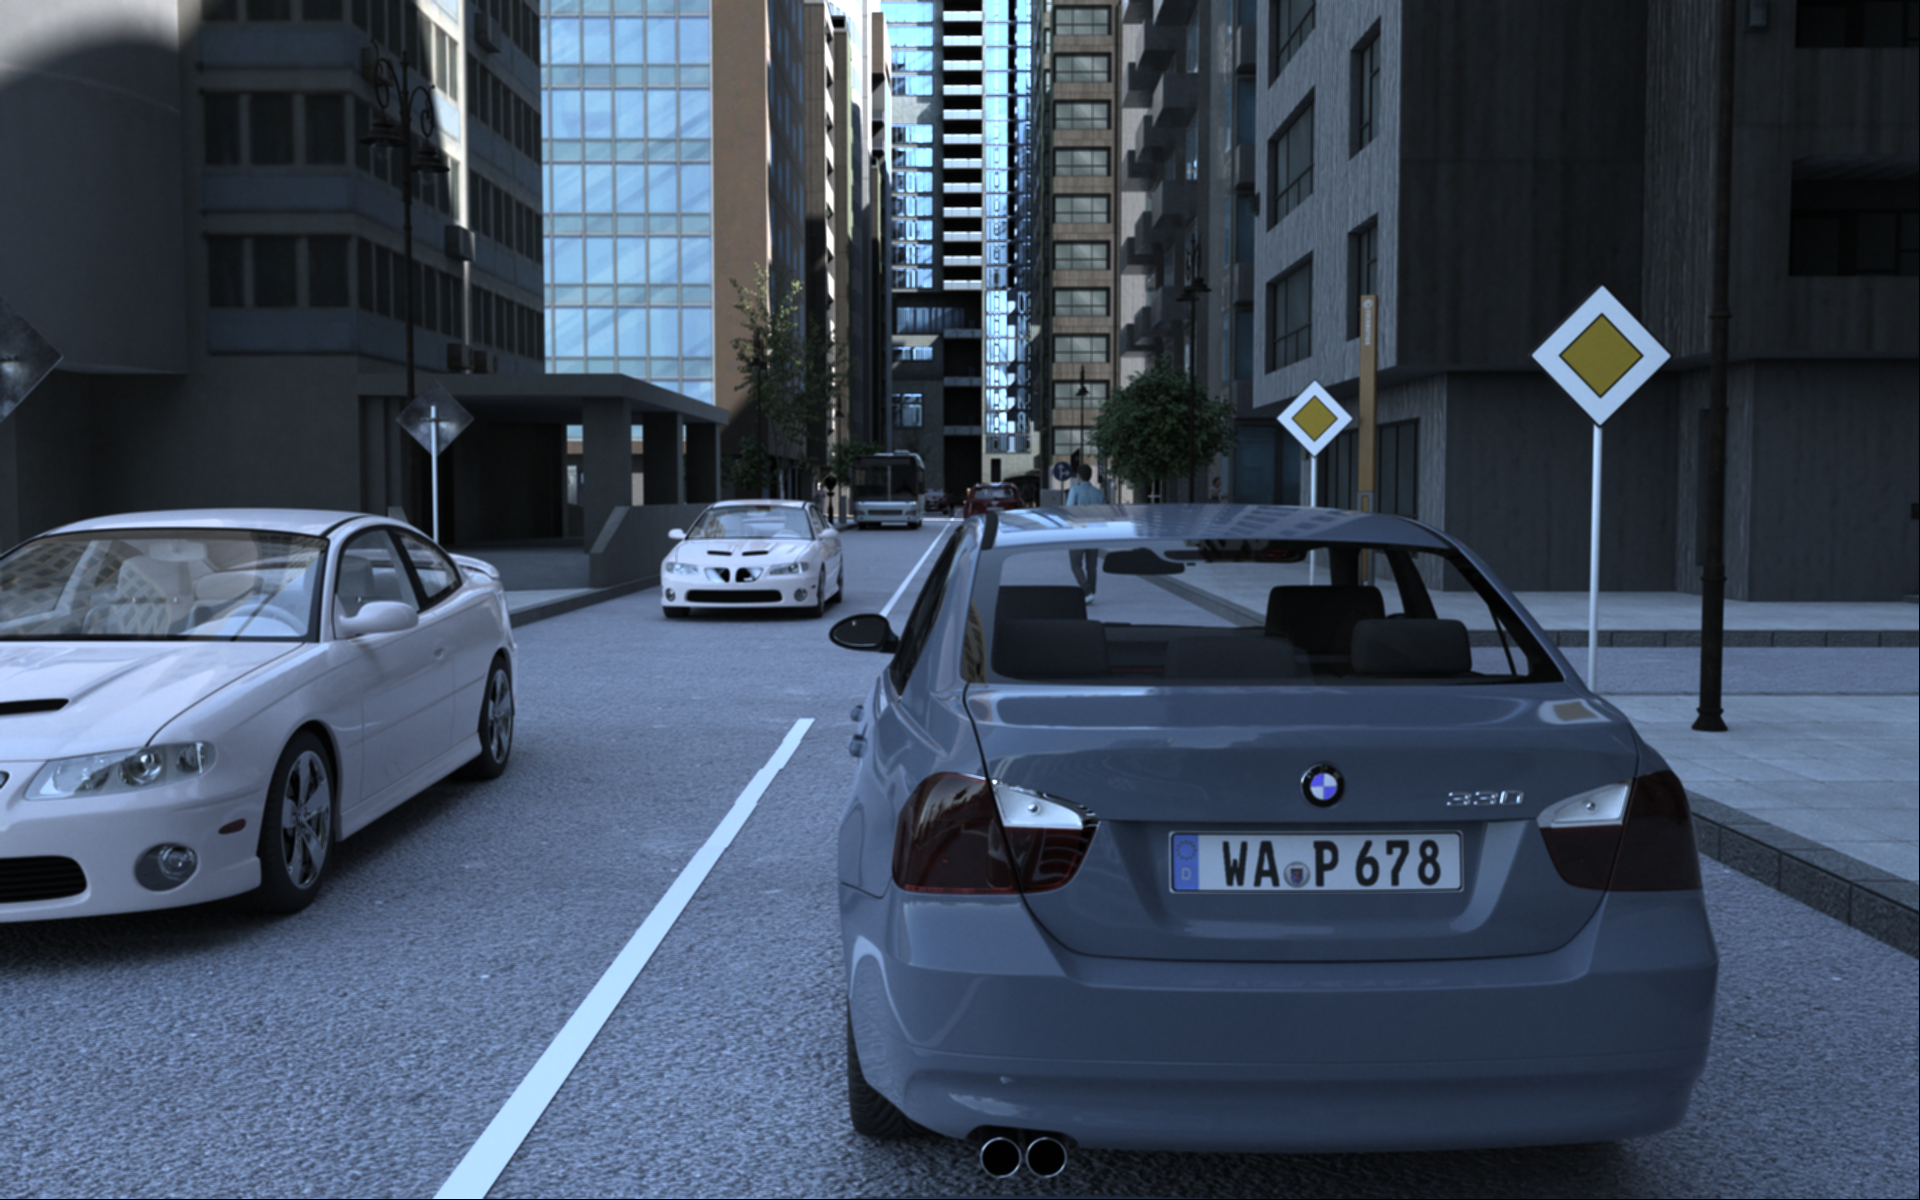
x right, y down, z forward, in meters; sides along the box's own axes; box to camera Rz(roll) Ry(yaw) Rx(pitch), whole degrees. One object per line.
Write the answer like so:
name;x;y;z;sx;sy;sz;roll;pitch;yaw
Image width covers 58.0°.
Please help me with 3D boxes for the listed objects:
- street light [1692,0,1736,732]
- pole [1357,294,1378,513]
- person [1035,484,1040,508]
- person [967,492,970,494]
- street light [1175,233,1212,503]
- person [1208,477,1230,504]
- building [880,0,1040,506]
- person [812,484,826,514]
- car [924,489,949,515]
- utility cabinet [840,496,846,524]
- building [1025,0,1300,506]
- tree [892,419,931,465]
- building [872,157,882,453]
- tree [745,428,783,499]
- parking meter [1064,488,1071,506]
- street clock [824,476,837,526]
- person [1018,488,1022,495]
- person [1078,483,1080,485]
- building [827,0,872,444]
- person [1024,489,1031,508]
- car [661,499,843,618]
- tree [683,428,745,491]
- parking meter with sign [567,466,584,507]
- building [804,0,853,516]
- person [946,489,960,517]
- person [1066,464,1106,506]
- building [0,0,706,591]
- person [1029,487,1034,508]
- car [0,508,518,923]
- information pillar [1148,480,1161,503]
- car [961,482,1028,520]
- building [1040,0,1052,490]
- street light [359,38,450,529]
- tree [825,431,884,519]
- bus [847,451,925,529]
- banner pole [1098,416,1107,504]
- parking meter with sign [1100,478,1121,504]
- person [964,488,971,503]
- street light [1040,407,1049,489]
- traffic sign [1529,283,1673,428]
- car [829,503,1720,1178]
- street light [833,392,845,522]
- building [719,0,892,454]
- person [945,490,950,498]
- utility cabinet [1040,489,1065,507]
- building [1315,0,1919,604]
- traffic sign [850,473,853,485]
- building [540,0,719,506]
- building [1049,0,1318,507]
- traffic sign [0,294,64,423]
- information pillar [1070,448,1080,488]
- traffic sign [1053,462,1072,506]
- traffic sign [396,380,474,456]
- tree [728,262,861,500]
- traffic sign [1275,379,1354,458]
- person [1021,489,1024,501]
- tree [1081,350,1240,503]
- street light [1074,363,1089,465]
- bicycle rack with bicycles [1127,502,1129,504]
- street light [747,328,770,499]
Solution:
street light;4.082;-2.230;9.252;0.468;5.910;1.993;0;4;0
pole;4.198;-1.468;17.853;0.158;3.312;0.155;0;3;0
person;4.436;-5.659;98.193;0.705;1.869;1.348;1;4;16
person;0.877;-8.425;146.691;0.683;1.767;0.568;-1;4;-19
street light;4.144;-3.555;30.909;0.468;5.910;1.993;0;4;0
person;7.437;-2.670;50.049;0.532;1.782;0.716;3;4;38
building;3.333;-53.461;186.751;31.000;86.520;22.319;0;4;0
person;-7.021;-4.900;86.513;0.716;1.782;0.532;-1;4;-18
car;-1.849;-6.872;121.031;2.281;1.827;5.304;0;4;1
utility cabinet;-5.091;-3.924;75.312;0.306;1.237;1.020;0;4;-3
building;17.889;-32.533;151.517;23.786;49.044;30.456;0;4;0
tree;-4.887;-13.478;170.733;4.360;8.622;3.978;0;3;0
building;-13.830;-22.657;142.136;14.160;30.474;14.107;0;4;0
tree;-5.968;-3.436;50.781;1.663;3.219;1.824;0;3;0
parking meter;4.126;-3.497;65.591;0.372;1.533;0.369;0;3;0
street clock;-5.240;-4.008;70.099;0.471;2.002;0.358;1;4;11
person;4.864;-8.514;145.229;1.348;1.826;0.705;3;4;36
person;5.146;-4.210;75.221;0.623;1.781;0.721;1;4;14
building;-17.428;-35.363;120.181;21.231;58.520;28.212;0;4;0
person;4.654;-6.886;120.100;0.415;1.643;0.593;3;5;45
car;-2.499;-0.565;21.596;2.083;1.381;4.827;0;4;1
tree;-6.341;-3.004;43.711;1.663;3.219;1.824;0;3;0
parking meter with sign;-10.300;-3.098;46.906;0.543;3.016;1.738;-3;4;-39
building;-13.640;-20.073;99.894;14.160;30.474;14.107;0;4;0
person;-0.460;-6.067;108.375;1.217;1.739;0.721;-3;5;-42
person;1.631;-0.851;22.427;0.660;1.820;0.620;-2;4;-33
building;-20.918;-20.638;29.311;32.217;40.220;23.993;0;4;0
person;5.316;-7.569;129.812;0.705;1.822;1.348;0;3;0
car;-3.204;0.304;7.396;2.083;1.381;4.827;0;4;-1
information pillar;5.563;-2.771;49.792;0.304;2.012;0.304;-3;4;-37
car;1.155;-3.017;58.000;2.281;1.827;5.304;0;4;1
building;13.082;-27.272;129.485;14.154;41.232;14.086;0;4;0
street light;-5.786;-2.778;18.212;0.468;5.910;1.993;0;4;0
tree;-5.442;-6.524;90.383;4.285;4.588;4.351;0;3;0
bus;-2.923;-4.819;73.651;2.948;3.499;13.247;0;4;0
banner pole;3.990;-3.569;48.375;0.401;3.779;0.863;-1;4;-16
parking meter with sign;7.114;-5.335;83.496;0.543;3.016;1.738;-3;5;-43
person;0.360;-5.380;96.978;0.721;1.766;1.217;1;4;10
street light;4.489;-7.297;92.086;0.468;5.910;1.993;0;4;0
traffic sign;3.572;-0.456;9.650;0.795;2.593;0.064;0;4;0
car;0.589;0.418;5.168;2.014;1.417;4.499;0;4;-1
street light;-5.481;-6.493;78.951;0.468;5.910;1.993;0;4;0
building;-13.703;-31.163;159.632;14.200;45.320;14.600;0;4;0
person;-1.281;-9.526;164.335;0.705;1.814;1.350;-2;4;-30
utility cabinet;4.400;-4.517;82.539;1.173;1.500;0.318;1;4;19
building;12.327;-15.488;24.938;14.107;30.474;14.160;0;4;0
traffic sign;-4.988;-4.975;83.464;0.606;2.300;0.079;0;4;6
building;-13.627;-25.505;67.119;14.600;45.320;14.200;0;4;0
building;12.156;-20.158;101.280;14.160;30.474;14.107;0;4;0
traffic sign;-5.422;-0.461;9.725;0.795;2.593;0.064;0;4;0
information pillar;5.806;-5.859;87.151;0.504;3.616;0.183;0;4;-6
traffic sign;4.034;-4.168;68.248;0.768;2.556;0.104;0;4;1
traffic sign;-5.374;-0.949;17.710;0.795;2.593;0.064;0;4;0
tree;-5.557;-6.412;55.200;4.737;8.622;4.395;0;3;0
traffic sign;3.620;-0.945;17.635;0.795;2.593;0.064;0;4;0
person;6.097;-9.962;169.641;1.217;1.743;0.721;0;4;-3
tree;4.578;-3.406;39.402;4.285;4.588;4.351;0;3;0
street light;4.332;-5.424;61.473;0.468;5.910;1.993;0;4;0
bicycle rack with bicycles;9.270;-4.780;91.538;2.925;0.926;2.852;0;4;3
street light;-5.614;-4.630;48.488;0.468;5.910;1.993;0;4;0
